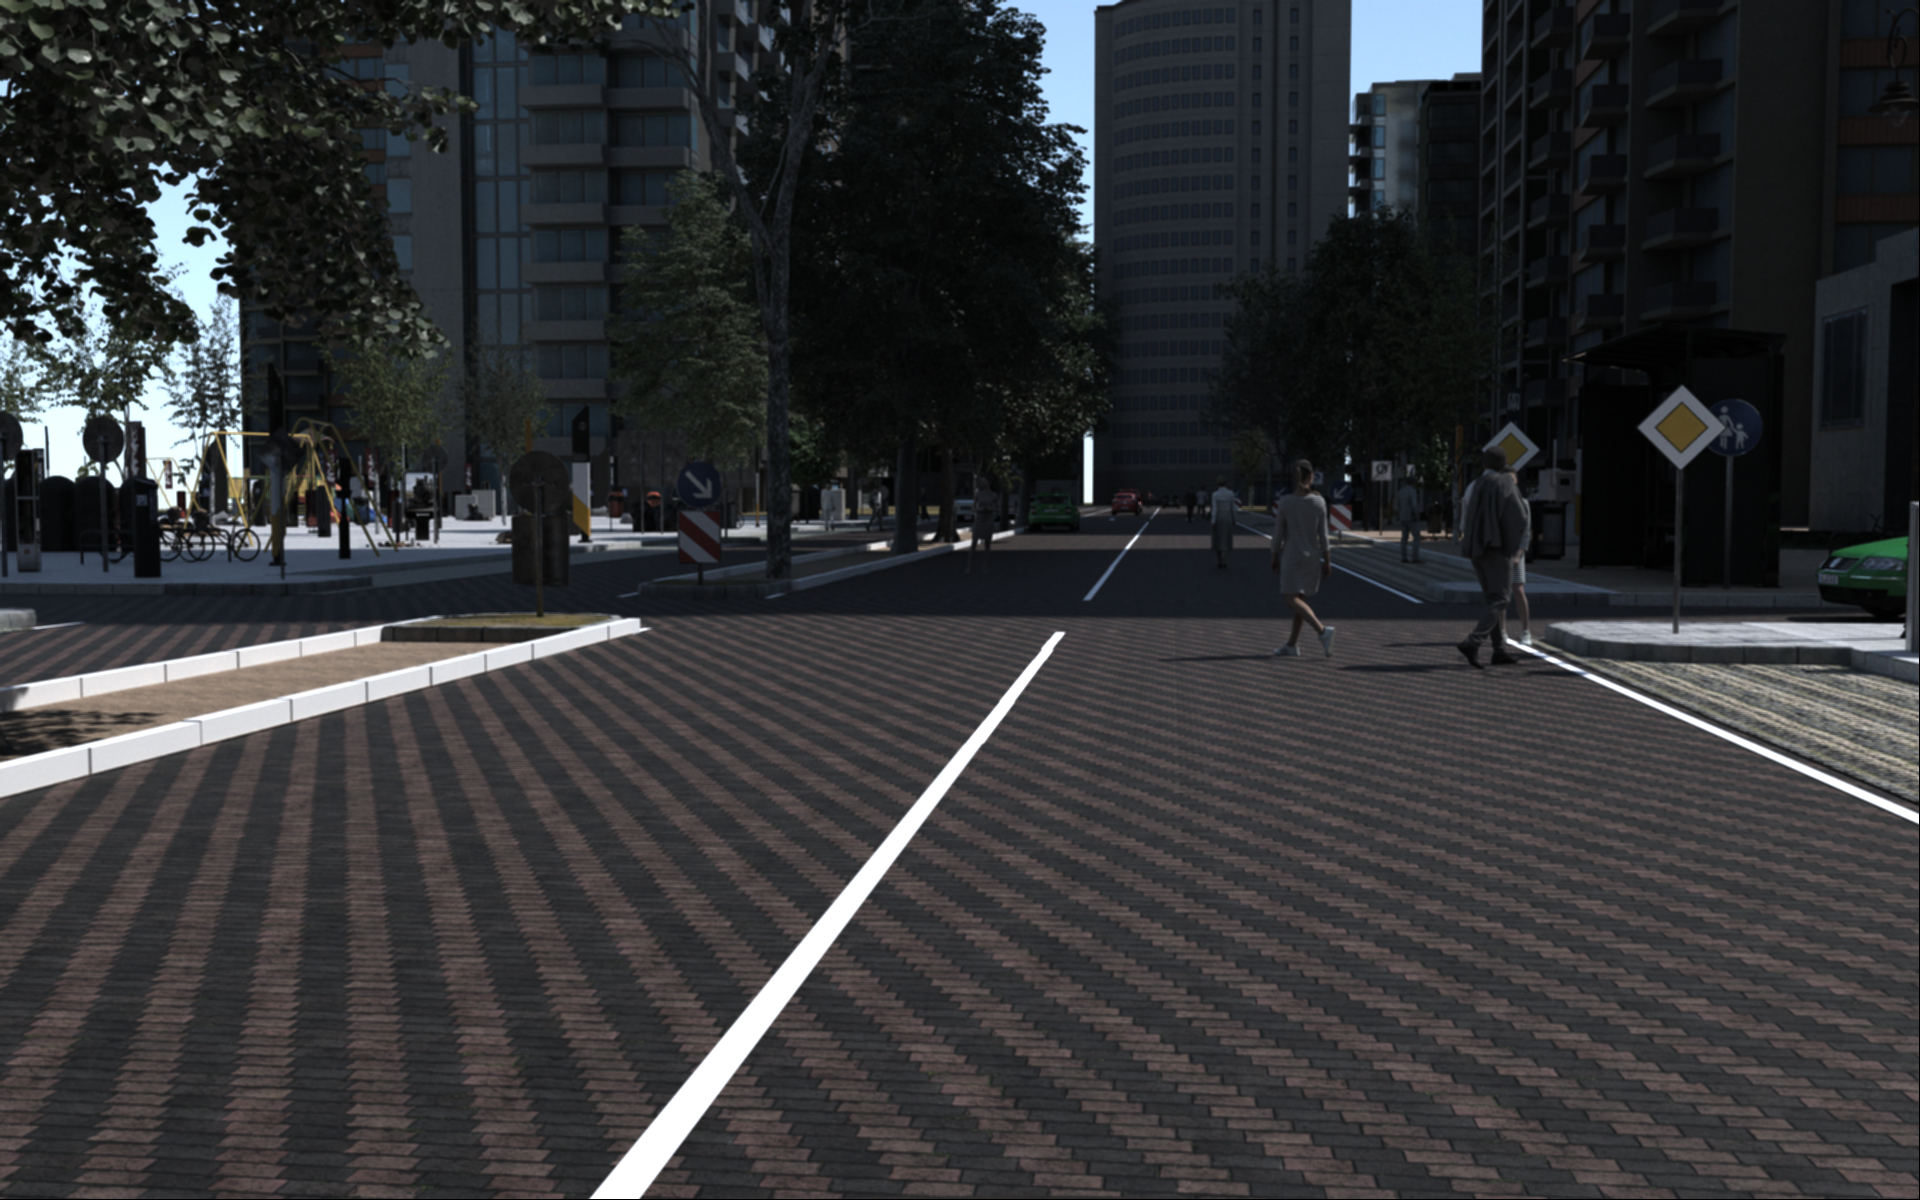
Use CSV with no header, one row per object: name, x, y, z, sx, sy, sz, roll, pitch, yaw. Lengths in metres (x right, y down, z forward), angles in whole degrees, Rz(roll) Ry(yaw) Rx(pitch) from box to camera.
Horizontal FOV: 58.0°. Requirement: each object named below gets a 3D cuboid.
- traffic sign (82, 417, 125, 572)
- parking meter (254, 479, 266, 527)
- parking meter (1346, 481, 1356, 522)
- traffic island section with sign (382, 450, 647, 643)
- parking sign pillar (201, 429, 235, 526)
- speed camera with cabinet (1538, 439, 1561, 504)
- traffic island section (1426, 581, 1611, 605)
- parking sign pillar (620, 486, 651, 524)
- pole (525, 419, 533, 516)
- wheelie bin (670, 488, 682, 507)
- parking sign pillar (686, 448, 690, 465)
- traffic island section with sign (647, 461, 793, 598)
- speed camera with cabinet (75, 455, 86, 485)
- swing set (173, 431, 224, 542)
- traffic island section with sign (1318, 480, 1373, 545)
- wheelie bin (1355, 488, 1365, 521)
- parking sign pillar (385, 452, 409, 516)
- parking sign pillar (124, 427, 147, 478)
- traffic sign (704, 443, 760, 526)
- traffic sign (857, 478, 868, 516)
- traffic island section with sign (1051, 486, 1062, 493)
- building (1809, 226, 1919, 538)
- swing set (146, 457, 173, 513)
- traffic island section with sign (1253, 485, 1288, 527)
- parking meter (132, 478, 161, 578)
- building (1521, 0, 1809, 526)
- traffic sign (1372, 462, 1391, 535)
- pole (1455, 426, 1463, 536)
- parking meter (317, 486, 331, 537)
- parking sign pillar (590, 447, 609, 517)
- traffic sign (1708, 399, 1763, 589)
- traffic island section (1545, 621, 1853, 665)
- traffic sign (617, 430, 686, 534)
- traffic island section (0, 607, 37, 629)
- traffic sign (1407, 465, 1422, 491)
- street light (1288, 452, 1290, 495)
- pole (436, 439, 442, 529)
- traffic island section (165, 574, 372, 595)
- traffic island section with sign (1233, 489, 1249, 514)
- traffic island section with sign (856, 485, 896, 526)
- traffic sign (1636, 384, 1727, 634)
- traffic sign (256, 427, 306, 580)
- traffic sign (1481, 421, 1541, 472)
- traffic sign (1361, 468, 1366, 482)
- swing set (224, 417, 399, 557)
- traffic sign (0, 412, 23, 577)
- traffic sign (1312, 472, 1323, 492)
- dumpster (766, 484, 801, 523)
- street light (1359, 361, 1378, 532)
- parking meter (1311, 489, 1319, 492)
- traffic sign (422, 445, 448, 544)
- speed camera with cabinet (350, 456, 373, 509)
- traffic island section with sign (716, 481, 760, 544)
traffic sign,-14.098,-1.737,28.508,0.768,2.556,0.104,1,4,10
parking meter,-27.722,-3.845,68.574,0.399,1.863,0.255,1,4,17
parking meter,17.939,-4.515,79.531,0.255,1.863,0.399,-3,5,-40
traffic island section with sign,-4.472,-0.574,17.522,2.006,1.907,1.989,0,4,7
parking sign pillar,-30.629,-5.057,71.149,1.447,3.967,1.447,0,4,6
speed camera with cabinet,22.096,-4.205,63.093,2.038,3.252,0.660,-1,4,-19
traffic island section,7.566,-0.097,23.868,2.009,0.180,2.903,0,4,7
parking sign pillar,-14.035,-5.295,75.045,1.447,3.967,1.447,3,4,38
pole,-11.722,-3.260,47.136,0.158,3.312,0.155,0,3,0
wheelie bin,-14.839,-5.106,91.389,0.980,1.594,0.693,1,4,12
parking sign pillar,-15.954,-6.891,101.144,1.447,3.967,1.447,-1,4,-10
traffic island section with sign,-3.569,-1.024,24.874,2.006,1.907,1.989,0,4,7
speed camera with cabinet,-45.404,-5.753,88.395,2.038,3.252,0.660,0,4,-4
swing set,-17.862,-2.872,44.582,2.862,2.851,3.119,2,4,30
traffic island section with sign,10.676,-2.495,49.428,1.989,1.847,2.006,0,4,7
wheelie bin,19.088,-4.622,83.486,0.980,1.594,0.693,0,4,5
parking sign pillar,-33.205,-6.960,102.273,1.447,3.967,1.447,-1,4,-19
parking sign pillar,-32.750,-4.913,68.800,1.447,3.967,1.447,0,4,-6
traffic sign,-9.068,-4.585,68.831,2.265,3.308,0.079,1,4,11
traffic sign,-5.699,-6.164,100.782,0.884,2.594,0.081,1,4,9
traffic island section with sign,5.480,-5.586,99.468,2.006,1.907,1.989,0,4,7
building,38.529,-44.380,38.292,31.000,86.520,22.319,0,4,7
swing set,-34.462,-4.706,74.567,3.119,2.851,2.862,3,5,43
traffic island section with sign,13.958,-4.146,76.420,1.989,1.847,2.006,0,4,7
parking meter,-12.543,-1.119,26.701,0.372,1.533,0.369,0,3,0
building,39.114,-26.053,80.585,22.147,44.769,28.867,0,4,7
traffic sign,13.023,-3.144,53.536,0.606,2.300,0.079,1,4,8
pole,14.867,-3.537,51.673,0.158,3.312,0.155,0,3,0
parking meter,-18.941,-2.640,51.576,0.372,1.533,0.369,0,3,0
parking sign pillar,-20.791,-6.798,99.616,1.447,3.967,1.447,2,4,30
traffic sign,10.351,-1.419,23.308,0.768,2.556,0.104,1,4,15
traffic island section,6.604,0.388,15.941,2.009,0.180,2.903,0,4,7
traffic sign,-9.833,-3.754,55.251,2.265,3.308,0.079,1,4,9
traffic island section,-11.157,0.256,18.095,2.009,0.180,2.903,0,4,7
traffic sign,15.703,-3.523,59.733,0.606,2.300,0.079,1,4,16
street light,18.582,-7.644,97.765,0.468,5.910,1.993,0,4,7
pole,-19.216,-4.282,63.856,0.158,3.312,0.155,0,3,0
traffic island section,-10.194,-0.229,26.022,2.009,0.180,2.903,0,4,7
traffic island section with sign,19.854,-7.117,124.998,1.989,1.847,2.006,0,4,7
traffic island section with sign,-3.550,-4.240,77.948,1.989,1.847,2.006,0,4,7
traffic sign,6.579,-0.748,15.867,0.795,2.450,0.064,0,4,7
traffic sign,-10.170,-1.365,25.957,0.795,2.450,0.064,0,4,7
traffic sign,7.542,-1.232,23.794,0.795,2.450,0.064,0,4,7
traffic sign,19.192,-4.958,81.161,0.768,2.556,0.104,1,4,11
swing set,-13.600,-2.387,36.642,2.862,2.851,3.119,-1,4,-10
traffic sign,-14.809,-1.631,26.776,0.768,2.556,0.104,1,4,14
traffic sign,16.116,-4.668,78.449,0.606,2.300,0.079,1,4,12
dumpster,-7.958,-4.426,78.121,1.264,1.857,1.865,0,4,7
street light,13.890,-5.274,59.016,0.468,5.910,1.993,0,4,7
parking meter,17.529,-4.715,85.502,0.372,1.533,0.369,0,3,0
traffic sign,-13.551,-2.727,44.690,0.768,2.556,0.104,1,4,17
speed camera with cabinet,-31.067,-5.844,89.884,0.660,3.252,2.038,0,4,-1
traffic island section with sign,-6.894,-2.555,50.407,1.989,1.847,2.006,0,4,7
